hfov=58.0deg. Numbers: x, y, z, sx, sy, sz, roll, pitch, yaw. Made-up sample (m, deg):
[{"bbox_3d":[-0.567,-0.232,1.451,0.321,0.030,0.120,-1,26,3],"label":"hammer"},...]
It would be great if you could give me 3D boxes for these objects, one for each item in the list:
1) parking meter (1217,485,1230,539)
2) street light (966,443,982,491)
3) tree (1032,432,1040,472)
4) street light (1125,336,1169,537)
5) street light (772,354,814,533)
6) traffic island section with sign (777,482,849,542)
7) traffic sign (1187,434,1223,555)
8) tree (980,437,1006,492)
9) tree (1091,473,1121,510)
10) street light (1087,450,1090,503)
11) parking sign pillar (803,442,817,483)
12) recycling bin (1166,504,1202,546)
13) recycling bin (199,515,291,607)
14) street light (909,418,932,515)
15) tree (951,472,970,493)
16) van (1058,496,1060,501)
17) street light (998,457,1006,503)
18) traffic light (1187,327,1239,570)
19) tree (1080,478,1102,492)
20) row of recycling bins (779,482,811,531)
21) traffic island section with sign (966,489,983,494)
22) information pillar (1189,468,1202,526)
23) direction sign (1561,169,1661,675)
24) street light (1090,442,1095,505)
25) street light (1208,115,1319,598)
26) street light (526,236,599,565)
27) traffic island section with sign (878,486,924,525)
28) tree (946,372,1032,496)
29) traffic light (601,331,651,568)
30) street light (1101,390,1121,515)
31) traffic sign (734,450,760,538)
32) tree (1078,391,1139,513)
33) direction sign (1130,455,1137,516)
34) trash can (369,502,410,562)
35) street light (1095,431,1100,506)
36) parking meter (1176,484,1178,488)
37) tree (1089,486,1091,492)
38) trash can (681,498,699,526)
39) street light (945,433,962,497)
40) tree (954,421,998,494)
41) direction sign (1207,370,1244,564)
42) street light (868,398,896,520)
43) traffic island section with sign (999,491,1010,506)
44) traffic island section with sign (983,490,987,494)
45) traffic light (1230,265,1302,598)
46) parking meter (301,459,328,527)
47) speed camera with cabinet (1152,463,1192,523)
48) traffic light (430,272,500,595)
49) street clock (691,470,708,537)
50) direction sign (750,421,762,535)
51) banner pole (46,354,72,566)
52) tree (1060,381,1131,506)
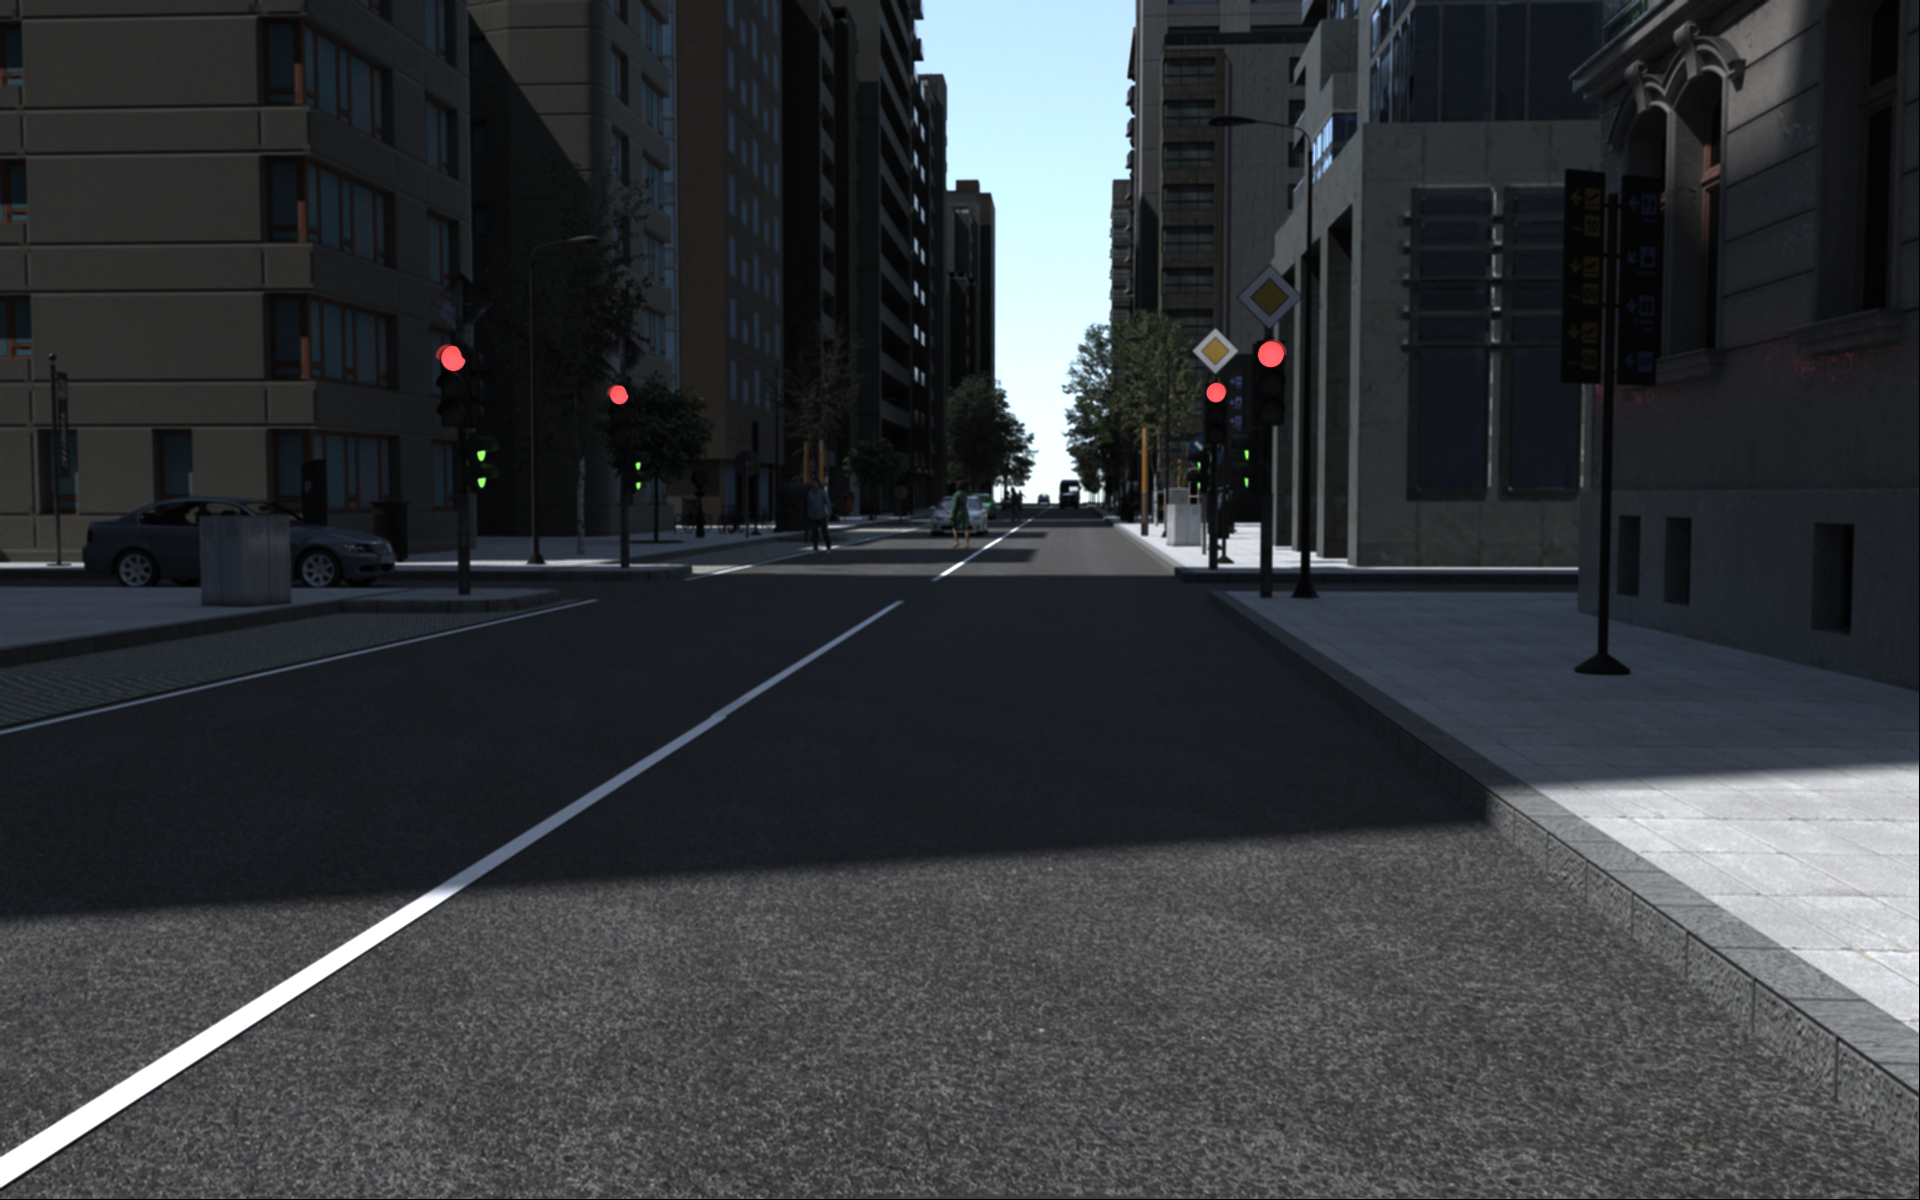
[{"bbox_3d":[7.579,-2.539,49.916,0.372,1.533,0.369,0,3,0],"label":"parking meter"},{"bbox_3d":[1.128,-11.409,159.071,1.470,5.913,1.316,0,4,4],"label":"street light"},{"bbox_3d":[7.088,-21.888,264.528,9.857,13.997,8.962,0,3,0],"label":"tree"},{"bbox_3d":[5.585,-4.807,51.136,1.470,5.913,1.316,0,4,4],"label":"street light"},{"bbox_3d":[-5.536,-5.195,57.480,1.470,5.913,1.316,0,4,4],"label":"street light"},{"bbox_3d":[-4.405,-2.681,52.467,1.989,1.847,2.006,0,4,4],"label":"traffic island section with sign"},{"bbox_3d":[5.174,-2.232,36.607,0.768,2.556,0.104,1,4,10],"label":"traffic sign"},{"bbox_3d":[3.279,-15.592,205.288,4.737,8.622,4.395,0,3,0],"label":"tree"},{"bbox_3d":[12.206,-9.033,142.283,1.663,3.219,1.824,0,3,0],"label":"tree"},{"bbox_3d":[12.165,-11.083,153.753,1.470,5.913,1.316,0,4,4],"label":"street light"},{"bbox_3d":[-7.825,-6.214,90.076,1.447,3.967,1.447,-1,4,-18],"label":"parking sign pillar"},{"bbox_3d":[5.534,-1.851,42.812,0.722,1.027,0.722,0,4,-8],"label":"recycling bin"},{"bbox_3d":[-8.306,-0.464,20.141,0.722,1.027,0.722,2,4,25],"label":"recycling bin"},{"bbox_3d":[-2.440,-8.185,106.366,1.470,5.913,1.316,0,4,4],"label":"street light"},{"bbox_3d":[-0.142,-9.726,153.619,1.663,3.219,1.824,0,3,0],"label":"tree"},{"bbox_3d":[14.914,-14.563,245.109,2.013,2.044,4.112,0,4,2],"label":"van"},{"bbox_3d":[4.707,-14.903,216.201,1.470,5.913,1.316,0,4,4],"label":"street light"},{"bbox_3d":[4.290,-2.473,29.347,0.839,4.253,0.868,0,4,4],"label":"traffic light"},{"bbox_3d":[19.368,-16.645,255.851,4.285,4.588,4.351,0,3,0],"label":"tree"},{"bbox_3d":[-5.751,-3.299,61.053,1.069,1.692,3.534,0,4,4],"label":"row of recycling bins"},{"bbox_3d":[0.464,-7.326,128.413,1.989,1.847,2.006,0,4,4],"label":"traffic island section with sign"},{"bbox_3d":[6.713,-2.748,49.428,0.304,2.012,0.304,2,4,24],"label":"information pillar"},{"bbox_3d":[4.618,-1.244,12.344,0.876,3.537,0.379,-2,4,-25],"label":"direction sign"},{"bbox_3d":[10.522,-9.486,127.644,1.470,5.913,1.316,0,4,4],"label":"street light"},{"bbox_3d":[3.745,-2.986,21.367,1.470,5.913,1.316,0,4,4],"label":"street light"},{"bbox_3d":[-7.193,-3.598,31.372,1.470,5.913,1.316,0,4,4],"label":"street light"},{"bbox_3d":[-2.683,-4.327,79.367,1.989,1.847,2.006,0,4,4],"label":"traffic island section with sign"},{"bbox_3d":[1.062,-16.721,180.051,9.857,13.997,8.962,0,3,0],"label":"tree"},{"bbox_3d":[-5.802,-2.511,29.976,0.839,4.253,0.868,0,4,4],"label":"traffic light"},{"bbox_3d":[7.159,-6.431,77.687,1.470,5.913,1.316,0,4,4],"label":"street light"},{"bbox_3d":[-6.205,-3.076,50.400,0.768,2.556,0.104,0,4,4],"label":"traffic sign"},{"bbox_3d":[10.028,-10.029,114.331,4.360,8.622,3.978,0,3,0],"label":"tree"},{"bbox_3d":[10.199,-6.723,101.916,0.379,3.537,0.876,-1,4,-16],"label":"direction sign"},{"bbox_3d":[-10.730,-1.283,32.626,0.748,1.137,0.748,0,3,0],"label":"trash can"},{"bbox_3d":[9.000,-8.047,104.104,1.470,5.913,1.316,0,4,4],"label":"street light"},{"bbox_3d":[12.839,-5.859,101.502,0.255,1.863,0.399,2,4,23],"label":"parking meter"},{"bbox_3d":[17.183,-13.876,221.469,1.663,3.219,1.824,0,3,0],"label":"tree"},{"bbox_3d":[-10.763,-3.511,69.054,0.748,1.137,0.748,0,3,0],"label":"trash can"},{"bbox_3d":[-0.567,-9.804,132.837,1.470,5.913,1.316,0,4,4],"label":"street light"},{"bbox_3d":[1.469,-13.510,171.242,4.360,8.622,3.978,0,3,0],"label":"tree"},{"bbox_3d":[4.892,-2.447,32.008,0.379,3.537,0.876,-3,5,-39],"label":"direction sign"},{"bbox_3d":[-3.785,-6.829,84.192,1.470,5.913,1.316,0,4,4],"label":"street light"},{"bbox_3d":[5.839,-12.441,212.030,1.989,1.847,2.006,0,4,4],"label":"traffic island section with sign"},{"bbox_3d":[2.205,-8.984,155.510,1.989,1.847,2.006,0,4,4],"label":"traffic island section with sign"},{"bbox_3d":[3.778,-1.985,21.378,0.839,4.253,0.868,0,4,4],"label":"traffic light"},{"bbox_3d":[-10.961,-1.450,29.421,0.399,1.863,0.255,2,4,33],"label":"parking meter"},{"bbox_3d":[9.563,-5.052,76.940,2.038,3.252,0.660,1,4,11],"label":"speed camera with cabinet"},{"bbox_3d":[-6.313,-2.024,22.008,0.839,4.253,0.868,0,4,4],"label":"traffic light"},{"bbox_3d":[-7.693,-2.853,51.220,0.471,2.002,0.358,-3,5,-42],"label":"street clock"},{"bbox_3d":[-6.397,-3.803,54.175,0.379,3.537,0.876,-1,4,-17],"label":"direction sign"},{"bbox_3d":[-16.196,-2.519,31.195,0.401,3.779,0.863,0,4,-6],"label":"banner pole"},{"bbox_3d":[15.997,-17.305,189.583,9.857,13.997,8.962,0,3,0],"label":"tree"}]
